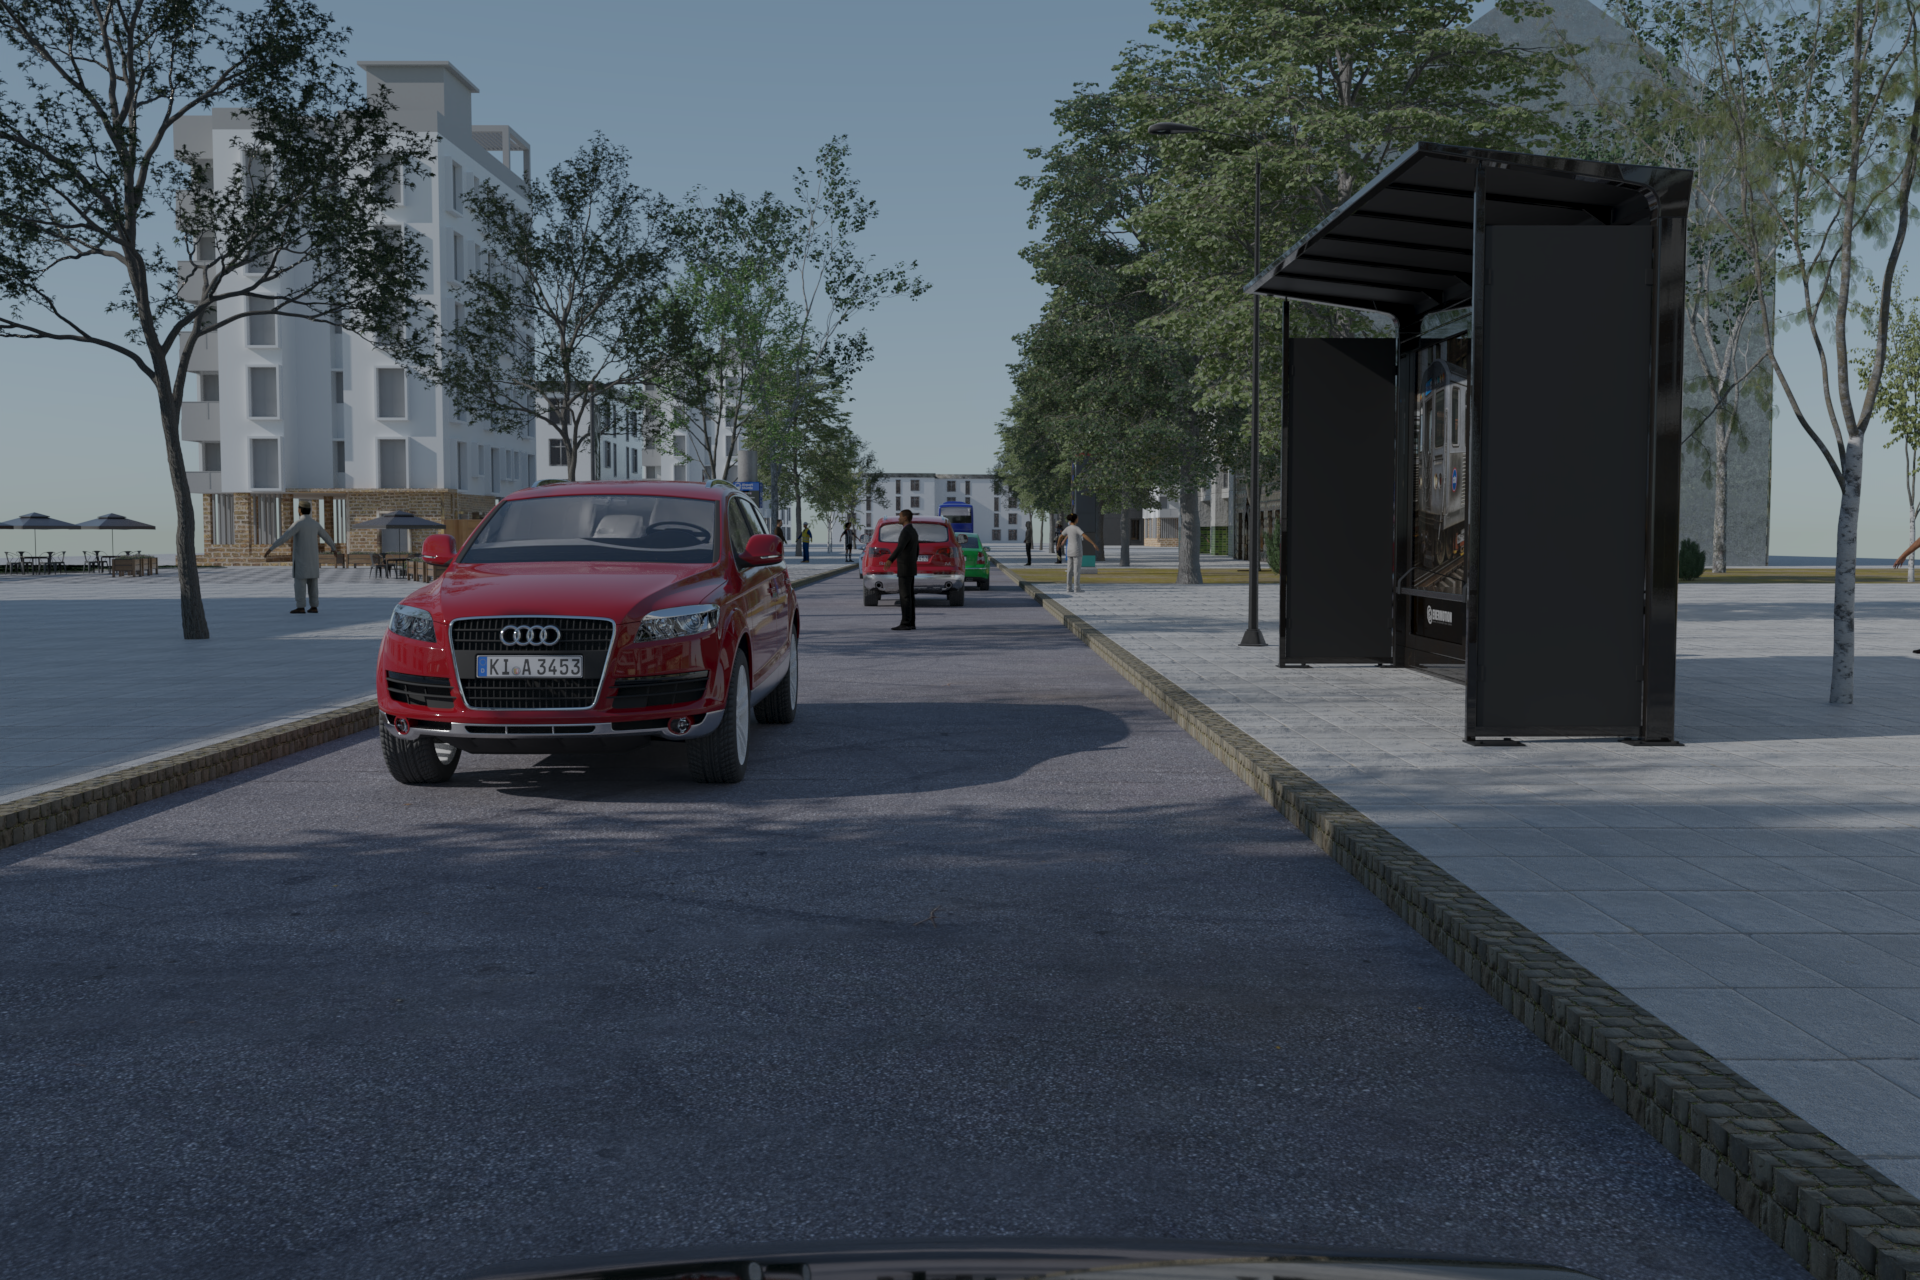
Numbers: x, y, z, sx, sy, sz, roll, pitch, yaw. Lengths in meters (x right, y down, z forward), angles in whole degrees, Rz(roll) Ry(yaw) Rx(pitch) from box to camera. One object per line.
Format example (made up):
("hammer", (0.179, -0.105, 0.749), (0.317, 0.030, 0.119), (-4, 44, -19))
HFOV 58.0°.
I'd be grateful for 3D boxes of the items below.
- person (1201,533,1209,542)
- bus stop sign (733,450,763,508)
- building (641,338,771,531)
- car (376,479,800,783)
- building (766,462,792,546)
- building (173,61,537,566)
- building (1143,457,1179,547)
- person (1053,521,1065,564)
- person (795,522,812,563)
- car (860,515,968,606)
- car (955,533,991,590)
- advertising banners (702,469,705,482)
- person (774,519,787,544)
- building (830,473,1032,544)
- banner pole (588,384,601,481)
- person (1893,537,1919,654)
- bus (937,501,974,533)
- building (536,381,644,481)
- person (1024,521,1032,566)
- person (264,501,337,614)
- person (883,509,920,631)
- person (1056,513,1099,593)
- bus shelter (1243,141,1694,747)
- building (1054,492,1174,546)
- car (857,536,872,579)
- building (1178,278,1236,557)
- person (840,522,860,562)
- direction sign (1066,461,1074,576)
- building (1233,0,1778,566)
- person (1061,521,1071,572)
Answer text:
("person", (10.382, -4.312, 76.778), (1.348, 1.796, 0.705), (-1, 4, -11))
("bus stop sign", (-6.712, -4.026, 54.845), (0.837, 3.901, 0.837), (0, 4, 0))
("building", (-24.609, -19.049, 167.871), (16.016, 20.090, 11.380), (0, 4, -1))
("car", (-2.255, -0.182, 11.642), (2.281, 1.827, 5.304), (0, 3, 0))
("building", (-23.908, -15.790, 200.312), (9.099, 9.664, 28.070), (0, 4, 0))
("building", (-25.535, -13.108, 70.732), (16.016, 20.090, 11.380), (0, 4, 1))
("building", (24.815, -20.090, 184.887), (16.016, 20.090, 11.380), (0, 4, 0))
("person", (4.235, -4.211, 74.630), (0.705, 1.856, 1.354), (0, 4, -6))
("person", (-6.953, -4.391, 77.769), (0.705, 1.833, 1.349), (-3, 4, -37))
("car", (-0.957, -1.666, 35.907), (2.281, 1.827, 5.304), (0, 4, -1))
("car", (-0.153, -2.245, 45.499), (1.959, 1.807, 4.718), (0, 4, -1))
("advertising banners", (-6.941, -3.064, 46.290), (0.090, 3.025, 2.074), (0, 3, 0))
("person", (-6.397, -3.396, 61.658), (0.704, 1.812, 1.346), (0, 4, 7))
("building", (-3.947, -17.981, 238.585), (28.070, 9.664, 9.099), (0, 4, -7))
("banner pole", (-6.143, -2.399, 29.247), (0.401, 3.779, 0.863), (0, 4, 1))
("person", (10.380, -0.768, 18.340), (0.704, 1.855, 1.343), (0, 4, -3))
("bus", (-0.387, -8.441, 129.549), (2.896, 3.916, 12.251), (0, 4, -1))
("building", (-24.399, -10.202, 108.949), (9.099, 9.664, 28.070), (0, 4, 0))
("person", (2.752, -3.931, 70.401), (0.705, 1.813, 1.348), (0, 4, 7))
("person", (-10.610, -1.342, 28.028), (0.704, 1.819, 1.344), (2, 4, 33))
("person", (-0.823, -1.051, 25.863), (0.704, 1.802, 1.346), (1, 4, 16))
("person", (2.561, -1.912, 38.034), (0.721, 1.739, 1.217), (-3, 5, -44))
("bus shelter", (3.581, -1.360, 13.515), (1.731, 3.624, 6.357), (0, 4, 0))
("building", (24.515, -22.184, 206.683), (27.936, 21.610, 32.646), (0, 4, 0))
("car", (-2.359, -2.746, 56.905), (2.014, 1.417, 4.499), (0, 3, 0))
("building", (23.579, -14.553, 104.398), (16.747, 18.905, 31.486), (0, 3, 0))
("person", (-5.067, -4.467, 79.172), (0.704, 1.843, 1.345), (3, 5, 41))
("direction sign", (3.421, -3.710, 52.650), (0.379, 3.537, 0.876), (0, 4, -1))
("building", (22.931, -15.064, 77.221), (19.493, 23.208, 18.063), (0, 4, 0))
("person", (3.760, -3.212, 58.645), (0.704, 1.817, 1.347), (2, 4, 23))
